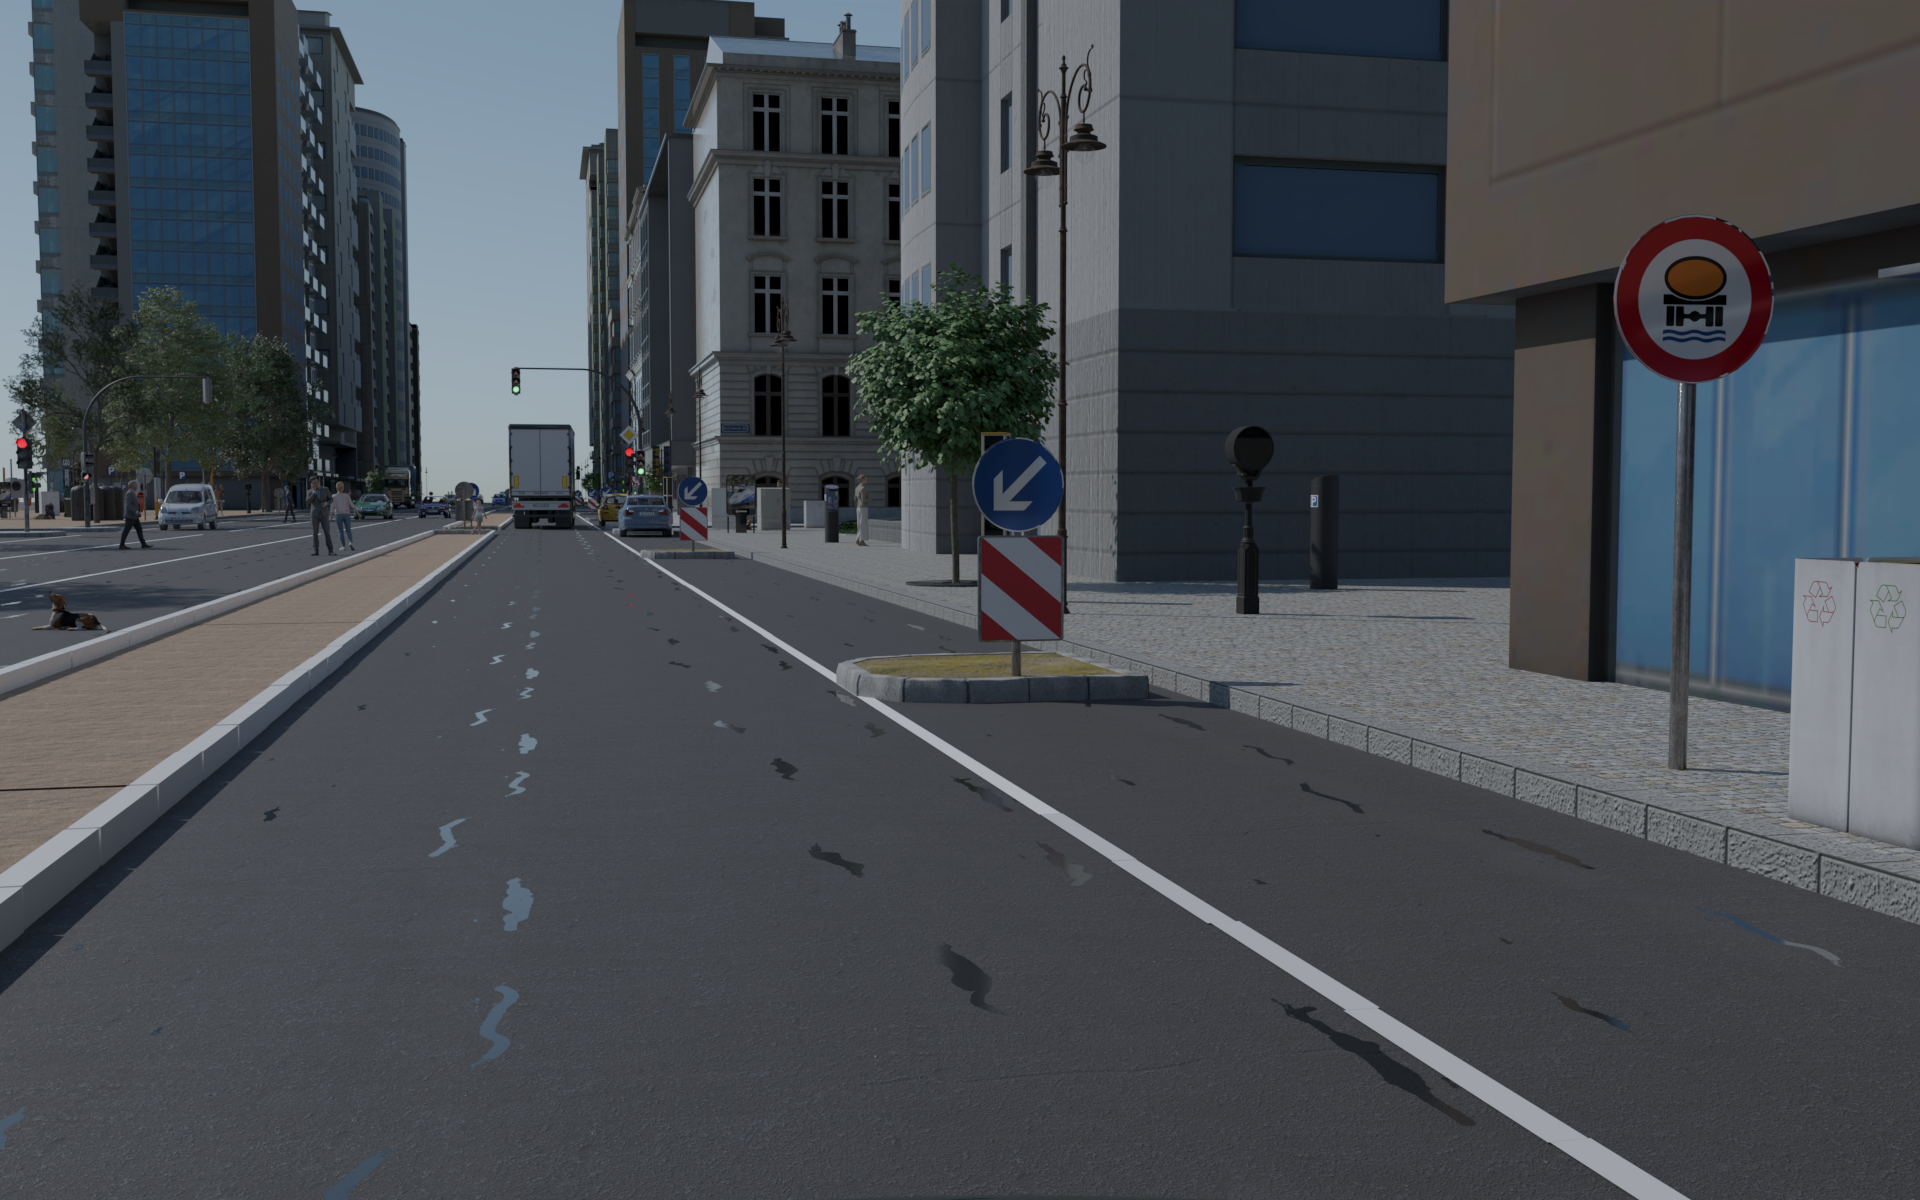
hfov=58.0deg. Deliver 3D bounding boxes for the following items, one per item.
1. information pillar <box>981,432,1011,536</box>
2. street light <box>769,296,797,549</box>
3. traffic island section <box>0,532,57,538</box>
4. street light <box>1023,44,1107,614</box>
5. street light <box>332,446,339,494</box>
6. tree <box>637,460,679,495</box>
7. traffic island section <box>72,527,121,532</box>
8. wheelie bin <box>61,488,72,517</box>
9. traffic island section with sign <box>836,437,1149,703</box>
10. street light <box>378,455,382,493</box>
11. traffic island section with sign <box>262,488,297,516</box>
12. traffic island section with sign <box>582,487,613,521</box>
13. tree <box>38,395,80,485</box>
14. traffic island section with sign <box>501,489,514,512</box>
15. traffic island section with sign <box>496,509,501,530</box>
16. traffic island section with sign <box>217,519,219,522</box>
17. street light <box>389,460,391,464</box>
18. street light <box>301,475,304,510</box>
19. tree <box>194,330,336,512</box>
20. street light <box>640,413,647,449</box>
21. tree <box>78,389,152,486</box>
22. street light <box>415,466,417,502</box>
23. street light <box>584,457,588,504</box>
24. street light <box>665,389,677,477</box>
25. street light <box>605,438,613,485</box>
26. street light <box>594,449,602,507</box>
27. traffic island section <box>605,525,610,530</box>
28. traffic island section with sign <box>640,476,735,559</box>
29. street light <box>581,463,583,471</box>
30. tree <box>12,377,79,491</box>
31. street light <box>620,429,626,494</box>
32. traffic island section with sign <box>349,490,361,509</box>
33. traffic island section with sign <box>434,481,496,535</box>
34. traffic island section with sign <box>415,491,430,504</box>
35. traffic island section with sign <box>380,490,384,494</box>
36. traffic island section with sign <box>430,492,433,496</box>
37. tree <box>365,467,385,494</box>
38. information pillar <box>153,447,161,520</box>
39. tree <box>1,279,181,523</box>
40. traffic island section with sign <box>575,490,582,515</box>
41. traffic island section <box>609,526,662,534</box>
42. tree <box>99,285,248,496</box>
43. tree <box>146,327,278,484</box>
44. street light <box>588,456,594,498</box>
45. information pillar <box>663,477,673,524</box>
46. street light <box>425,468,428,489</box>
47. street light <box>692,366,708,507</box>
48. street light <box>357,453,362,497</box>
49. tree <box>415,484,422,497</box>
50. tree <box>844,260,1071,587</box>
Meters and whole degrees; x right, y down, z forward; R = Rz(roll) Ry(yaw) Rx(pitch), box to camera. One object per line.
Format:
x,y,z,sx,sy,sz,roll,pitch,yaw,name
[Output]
0.434,-0.999,20.831,0.304,2.012,0.304,1,4,12,information pillar
-4.147,-4.152,40.671,0.468,5.910,1.993,-1,4,-13,street light
-31.513,-2.214,58.481,2.009,0.180,2.903,-1,4,-13,traffic island section
1.093,-2.791,18.417,0.468,5.910,1.993,-1,4,-13,street light
-58.621,-11.607,162.556,0.468,5.910,1.993,-1,4,-13,street light
-15.416,-5.726,88.222,1.663,3.219,1.824,0,3,0,tree
-33.380,-2.689,66.246,2.009,0.180,2.903,-1,4,-13,traffic island section
-48.979,-5.352,95.407,0.980,1.594,0.693,-1,4,-9,wheelie bin
0.132,-0.258,12.845,1.989,1.847,2.006,-1,4,-13,traffic island section with sign
-69.310,-14.326,207.012,0.468,5.910,1.993,-1,4,-13,street light
-45.001,-6.476,114.506,1.989,1.847,2.006,-1,4,-13,traffic island section with sign
-19.018,-5.131,92.527,1.989,1.847,2.006,-1,4,-13,traffic island section with sign
-63.730,-10.603,123.714,4.360,8.622,3.978,0,3,0,tree
-37.079,-8.204,142.279,2.006,1.907,1.989,-1,4,-13,traffic island section with sign
-19.503,-3.736,69.217,2.006,1.907,1.989,-1,4,-13,traffic island section with sign
-38.386,-4.793,86.989,1.989,1.847,2.006,-1,4,-13,traffic island section with sign
-72.862,-15.210,221.464,0.468,5.910,1.993,-1,4,-13,street light
-53.322,-10.246,140.317,0.468,5.910,1.993,-1,4,-13,street light
-48.835,-12.501,121.393,9.611,12.733,9.660,0,3,0,tree
-18.101,-7.696,98.618,0.468,5.910,1.993,-1,4,-13,street light
-56.564,-10.169,116.632,4.360,8.622,3.978,0,3,0,tree
-83.686,-17.964,266.496,0.468,5.910,1.993,-1,4,-13,street light
-46.866,-15.008,218.163,0.468,5.910,1.993,-1,4,-13,street light
-12.706,-6.314,76.025,0.468,5.910,1.993,-1,4,-13,street light
-30.806,-10.928,151.465,0.468,5.910,1.993,-1,4,-13,street light
-36.155,-12.288,173.692,0.468,5.910,1.993,-1,4,-13,street light
-13.502,-2.980,71.002,2.009,0.180,2.903,-1,4,-13,traffic island section
-6.200,-1.866,39.134,1.989,1.847,2.006,-1,4,-13,traffic island section with sign
-49.978,-15.811,231.289,0.468,5.910,1.993,-1,4,-13,street light
-57.366,-9.706,109.061,4.737,8.622,4.395,0,3,0,tree
-23.558,-9.079,121.227,0.468,5.910,1.993,-1,4,-13,street light
-56.696,-9.450,163.140,1.989,1.847,2.006,-1,4,-13,traffic island section with sign
-17.781,-3.295,62.012,2.006,1.907,1.989,-1,4,-13,traffic island section with sign
-76.007,-14.364,243.476,1.989,1.847,2.006,-1,4,-13,traffic island section with sign
-63.055,-11.069,189.612,1.989,1.847,2.006,-1,4,-13,traffic island section with sign
-82.392,-15.987,270.019,1.989,1.847,2.006,-1,4,-13,traffic island section with sign
-71.695,-14.053,213.476,4.285,4.588,4.351,0,3,0,tree
-41.323,-5.983,89.180,0.183,3.616,0.504,0,4,4,information pillar
-38.337,-8.663,76.050,8.767,10.594,7.601,1,4,17,tree
-25.451,-6.768,119.278,1.989,1.847,2.006,-1,4,-13,traffic island section with sign
-11.635,-2.505,63.238,2.009,0.180,2.903,-1,4,-13,traffic island section
-42.983,-10.804,94.770,7.486,12.596,7.792,0,3,0,tree
-45.854,-10.990,105.437,9.928,11.665,9.643,0,3,0,tree
-41.466,-13.648,195.928,0.468,5.910,1.993,-1,4,-13,street light
-12.474,-4.253,74.030,0.304,2.012,0.304,-3,5,-42,information pillar
-88.919,-19.325,288.750,0.468,5.910,1.993,-1,4,-13,street light
-9.435,-5.512,62.912,0.468,5.910,1.993,-1,4,-13,street light
-63.983,-12.966,184.780,0.468,5.910,1.993,-1,4,-13,street light
-84.262,-16.749,268.440,1.663,3.219,1.824,0,3,0,tree
0.001,-2.495,24.513,4.285,4.588,4.351,0,3,0,tree
